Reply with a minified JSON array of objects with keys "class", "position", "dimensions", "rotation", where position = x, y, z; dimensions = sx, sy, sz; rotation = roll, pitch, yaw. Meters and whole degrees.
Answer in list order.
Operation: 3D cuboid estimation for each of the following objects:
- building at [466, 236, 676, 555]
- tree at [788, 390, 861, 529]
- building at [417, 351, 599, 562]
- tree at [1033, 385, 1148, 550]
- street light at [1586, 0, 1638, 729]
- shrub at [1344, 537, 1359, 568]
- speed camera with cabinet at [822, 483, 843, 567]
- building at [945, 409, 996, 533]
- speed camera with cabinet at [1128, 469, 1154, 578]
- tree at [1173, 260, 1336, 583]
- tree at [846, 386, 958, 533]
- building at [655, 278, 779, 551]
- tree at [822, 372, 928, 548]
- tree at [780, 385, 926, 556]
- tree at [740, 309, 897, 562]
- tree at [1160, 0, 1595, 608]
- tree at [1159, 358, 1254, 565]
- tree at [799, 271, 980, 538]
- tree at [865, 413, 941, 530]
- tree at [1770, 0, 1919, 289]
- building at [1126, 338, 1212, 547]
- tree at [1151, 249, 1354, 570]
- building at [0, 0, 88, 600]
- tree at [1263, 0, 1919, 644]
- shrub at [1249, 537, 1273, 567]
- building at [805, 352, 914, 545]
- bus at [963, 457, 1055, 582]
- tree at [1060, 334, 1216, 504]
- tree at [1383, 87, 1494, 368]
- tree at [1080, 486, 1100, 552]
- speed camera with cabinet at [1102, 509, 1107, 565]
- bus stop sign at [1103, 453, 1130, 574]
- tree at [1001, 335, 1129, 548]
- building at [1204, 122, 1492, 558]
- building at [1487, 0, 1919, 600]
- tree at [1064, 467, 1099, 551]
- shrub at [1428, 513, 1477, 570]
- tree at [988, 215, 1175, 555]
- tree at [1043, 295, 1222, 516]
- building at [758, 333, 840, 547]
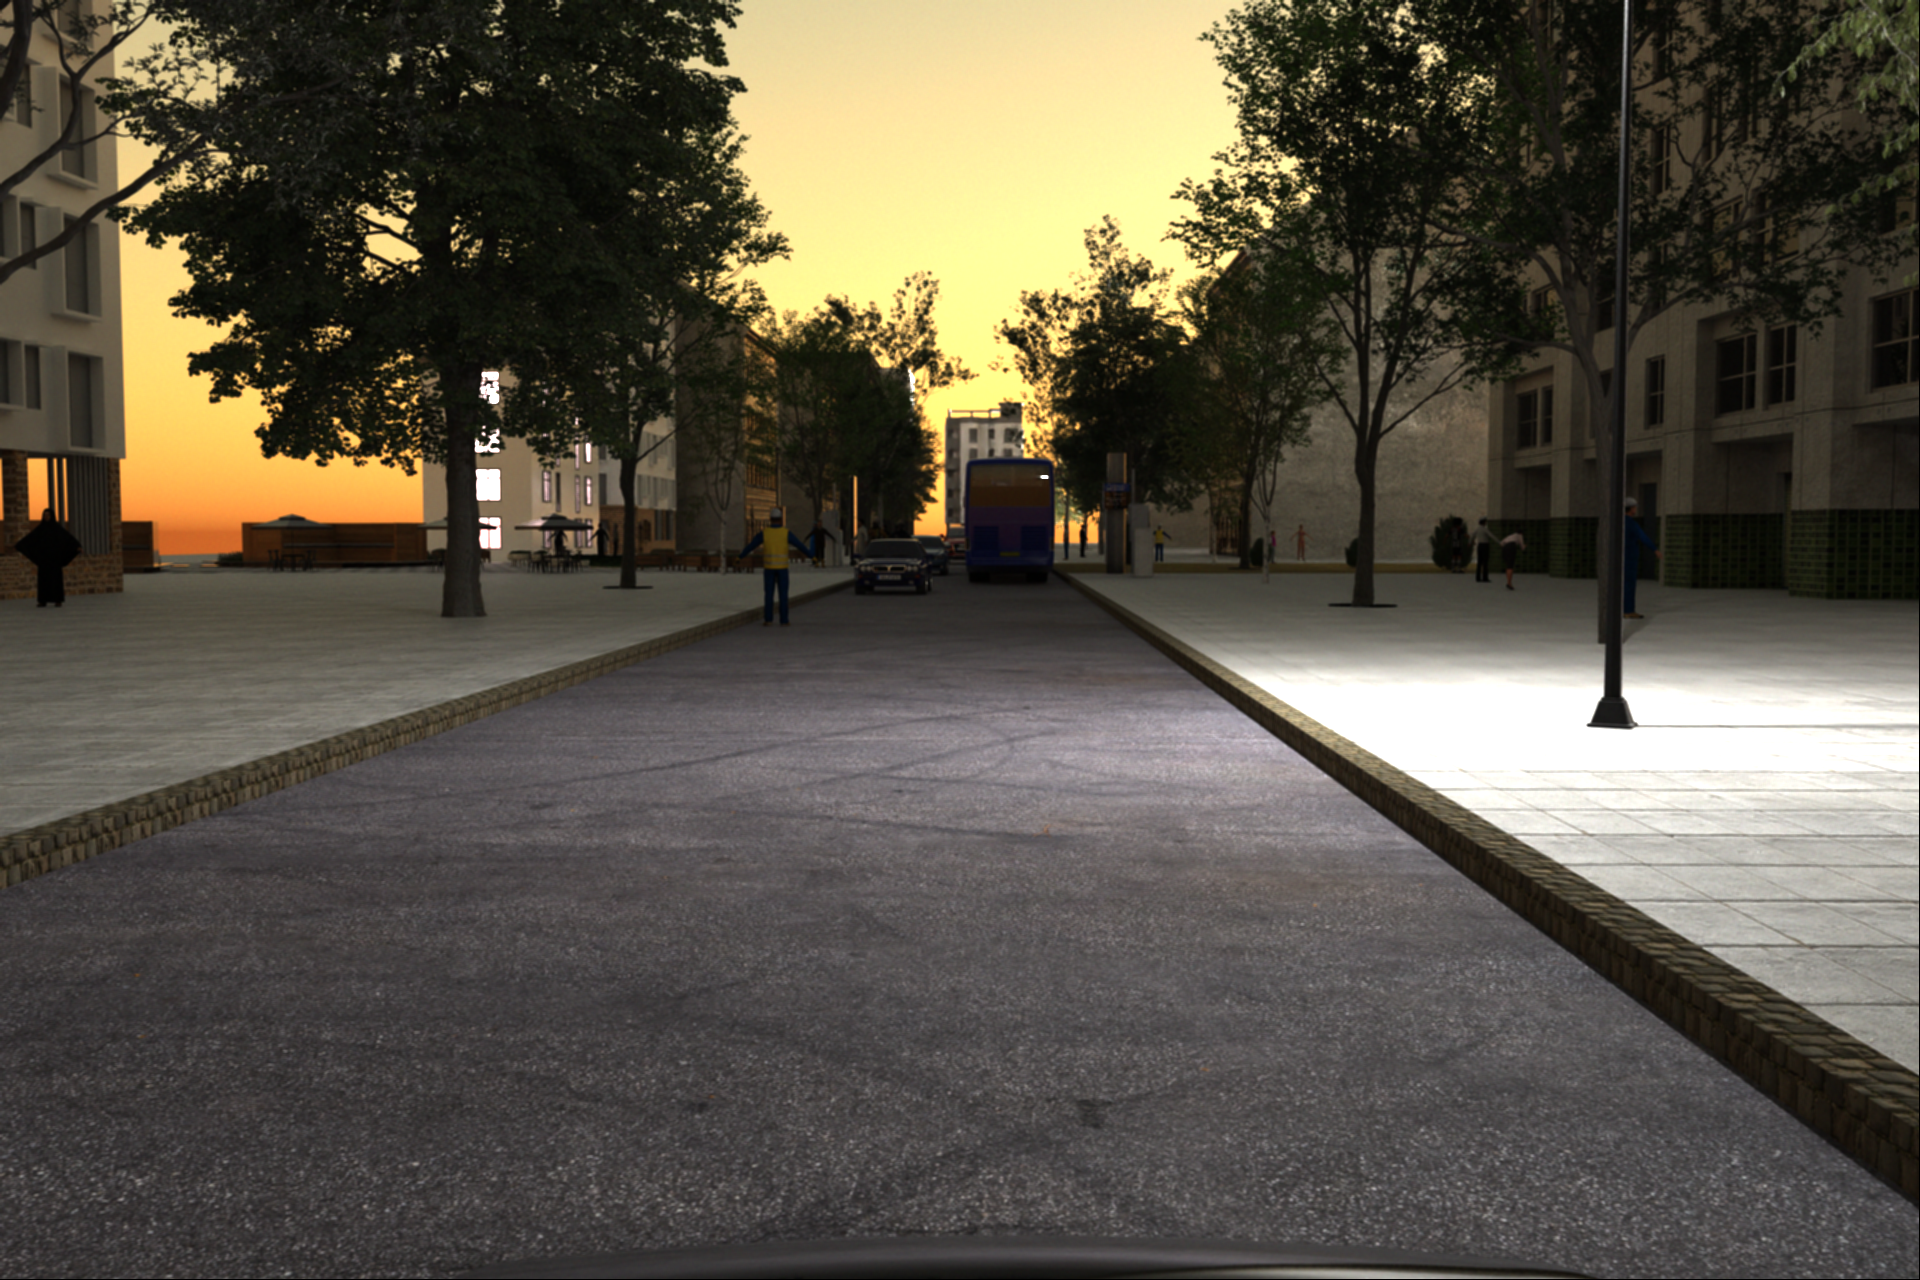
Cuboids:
[{"class":"building","position":[-25.426,-15.512,110.046],"dimensions":[16.016,20.090,11.380],"rotation":[0,4,1]},{"class":"tree","position":[-6.567,-8.426,88.135],"dimensions":[4.360,8.622,3.978],"rotation":[0,3,0]},{"class":"building","position":[-23.919,-9.267,93.666],"dimensions":[9.099,9.664,28.070],"rotation":[0,4,1]},{"class":"tree","position":[10.367,-14.107,141.026],"dimensions":[12.009,13.543,11.850],"rotation":[0,3,0]},{"class":"street light","position":[4.895,-2.374,11.361],"dimensions":[1.470,5.913,1.316],"rotation":[0,4,1]},{"class":"shrub","position":[15.058,-3.333,65.618],"dimensions":[1.383,1.207,1.383],"rotation":[0,3,0]},{"class":"speed camera with cabinet","position":[-5.004,-4.495,67.826],"dimensions":[0.660,3.252,2.038],"rotation":[0,4,3]},{"class":"building","position":[-1.776,-24.042,251.971],"dimensions":[11.380,20.090,16.016],"rotation":[0,4,-6]},{"class":"speed camera with cabinet","position":[5.424,-3.518,51.855],"dimensions":[0.660,3.252,2.038],"rotation":[0,4,1]},{"class":"tree","position":[8.033,-5.768,44.675],"dimensions":[4.360,8.622,3.978],"rotation":[0,3,0]},{"class":"tree","position":[-5.381,-14.094,140.804],"dimensions":[12.009,13.543,11.850],"rotation":[0,3,0]},{"class":"building","position":[-24.775,-18.674,136.253],"dimensions":[19.493,23.208,18.063],"rotation":[0,4,2]},{"class":"tree","position":[-5.680,-11.284,110.245],"dimensions":[9.928,11.665,9.643],"rotation":[0,3,0]},{"class":"tree","position":[-6.502,-10.153,100.407],"dimensions":[8.767,10.594,7.601],"rotation":[-1,4,-22]},{"class":"tree","position":[-6.616,-9.420,79.778],"dimensions":[9.928,11.665,9.643],"rotation":[0,3,0]},{"class":"tree","position":[7.159,-6.381,30.082],"dimensions":[9.928,11.665,9.643],"rotation":[0,3,0]},{"class":"tree","position":[10.464,-7.420,71.683],"dimensions":[4.737,8.622,4.395],"rotation":[0,3,0]},{"class":"tree","position":[-4.239,-16.361,123.390],"dimensions":[12.611,20.169,13.585],"rotation":[0,3,0]},{"class":"tree","position":[-5.417,-14.706,158.566],"dimensions":[7.486,12.596,7.792],"rotation":[0,3,0]},{"class":"tree","position":[7.019,-3.786,12.267],"dimensions":[4.360,8.622,3.978],"rotation":[0,3,0]},{"class":"building","position":[27.154,-21.515,182.691],"dimensions":[19.493,23.208,18.063],"rotation":[0,4,1]},{"class":"tree","position":[10.495,-8.365,62.528],"dimensions":[9.928,11.665,9.643],"rotation":[0,3,0]},{"class":"building","position":[-23.789,-10.302,24.865],"dimensions":[16.016,20.090,11.380],"rotation":[0,4,2]},{"class":"tree","position":[7.722,-5.252,20.285],"dimensions":[8.767,10.594,7.601],"rotation":[1,4,14]},{"class":"shrub","position":[11.679,-3.437,67.308],"dimensions":[1.383,1.207,1.383],"rotation":[0,3,0]},{"class":"building","position":[-20.229,-22.422,210.569],"dimensions":[27.936,21.610,32.646],"rotation":[0,4,1]},{"class":"bus","position":[1.473,-3.841,54.355],"dimensions":[2.896,3.916,12.251],"rotation":[0,4,1]},{"class":"tree","position":[8.423,-8.904,79.992],"dimensions":[8.767,10.594,7.601],"rotation":[3,4,39]},{"class":"tree","position":[24.821,-13.283,73.072],"dimensions":[12.611,20.169,13.585],"rotation":[0,3,0]},{"class":"tree","position":[9.926,-10.466,121.482],"dimensions":[4.737,8.622,4.395],"rotation":[0,3,0]},{"class":"speed camera with cabinet","position":[6.242,-4.730,71.676],"dimensions":[0.660,3.252,2.038],"rotation":[0,4,2]},{"class":"bus stop sign","position":[5.081,-4.113,56.263],"dimensions":[0.837,3.901,0.837],"rotation":[0,4,1]},{"class":"tree","position":[9.724,-18.795,163.187],"dimensions":[12.611,20.169,13.585],"rotation":[0,3,0]},{"class":"building","position":[24.894,-16.473,100.268],"dimensions":[19.493,23.208,18.063],"rotation":[0,4,2]},{"class":"building","position":[25.553,-10.705,41.484],"dimensions":[16.747,18.905,31.486],"rotation":[0,4,2]},{"class":"tree","position":[9.408,-10.889,128.405],"dimensions":[4.737,8.622,4.395],"rotation":[0,3,0]},{"class":"shrub","position":[17.497,-3.495,61.555],"dimensions":[1.690,2.028,1.600],"rotation":[0,3,0]},{"class":"tree","position":[7.980,-15.276,105.656],"dimensions":[12.611,20.169,13.585],"rotation":[0,3,0]},{"class":"tree","position":[9.129,-11.303,91.455],"dimensions":[9.857,13.997,8.962],"rotation":[0,3,0]},{"class":"building","position":[-22.714,-21.415,181.064],"dimensions":[19.493,23.208,18.063],"rotation":[0,4,1]}]
